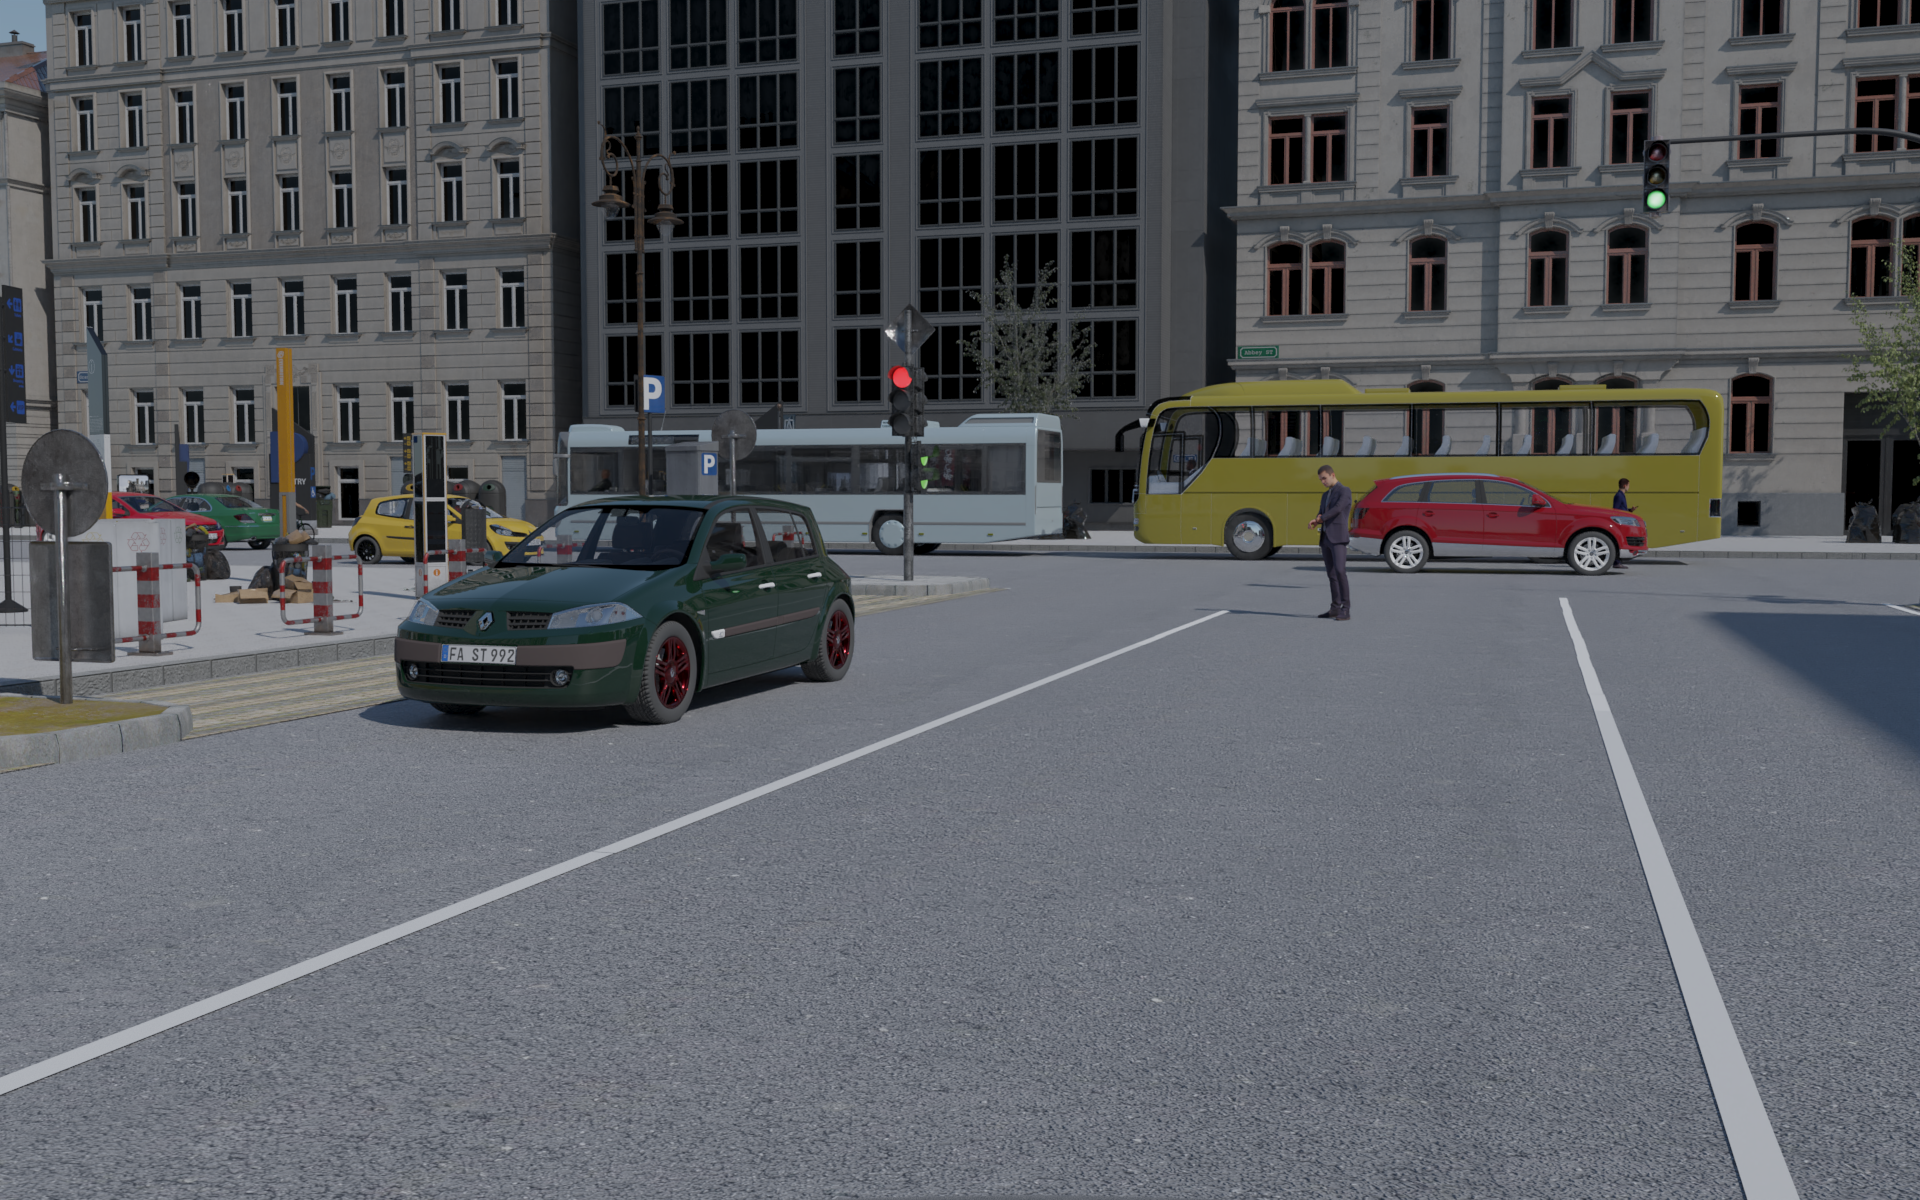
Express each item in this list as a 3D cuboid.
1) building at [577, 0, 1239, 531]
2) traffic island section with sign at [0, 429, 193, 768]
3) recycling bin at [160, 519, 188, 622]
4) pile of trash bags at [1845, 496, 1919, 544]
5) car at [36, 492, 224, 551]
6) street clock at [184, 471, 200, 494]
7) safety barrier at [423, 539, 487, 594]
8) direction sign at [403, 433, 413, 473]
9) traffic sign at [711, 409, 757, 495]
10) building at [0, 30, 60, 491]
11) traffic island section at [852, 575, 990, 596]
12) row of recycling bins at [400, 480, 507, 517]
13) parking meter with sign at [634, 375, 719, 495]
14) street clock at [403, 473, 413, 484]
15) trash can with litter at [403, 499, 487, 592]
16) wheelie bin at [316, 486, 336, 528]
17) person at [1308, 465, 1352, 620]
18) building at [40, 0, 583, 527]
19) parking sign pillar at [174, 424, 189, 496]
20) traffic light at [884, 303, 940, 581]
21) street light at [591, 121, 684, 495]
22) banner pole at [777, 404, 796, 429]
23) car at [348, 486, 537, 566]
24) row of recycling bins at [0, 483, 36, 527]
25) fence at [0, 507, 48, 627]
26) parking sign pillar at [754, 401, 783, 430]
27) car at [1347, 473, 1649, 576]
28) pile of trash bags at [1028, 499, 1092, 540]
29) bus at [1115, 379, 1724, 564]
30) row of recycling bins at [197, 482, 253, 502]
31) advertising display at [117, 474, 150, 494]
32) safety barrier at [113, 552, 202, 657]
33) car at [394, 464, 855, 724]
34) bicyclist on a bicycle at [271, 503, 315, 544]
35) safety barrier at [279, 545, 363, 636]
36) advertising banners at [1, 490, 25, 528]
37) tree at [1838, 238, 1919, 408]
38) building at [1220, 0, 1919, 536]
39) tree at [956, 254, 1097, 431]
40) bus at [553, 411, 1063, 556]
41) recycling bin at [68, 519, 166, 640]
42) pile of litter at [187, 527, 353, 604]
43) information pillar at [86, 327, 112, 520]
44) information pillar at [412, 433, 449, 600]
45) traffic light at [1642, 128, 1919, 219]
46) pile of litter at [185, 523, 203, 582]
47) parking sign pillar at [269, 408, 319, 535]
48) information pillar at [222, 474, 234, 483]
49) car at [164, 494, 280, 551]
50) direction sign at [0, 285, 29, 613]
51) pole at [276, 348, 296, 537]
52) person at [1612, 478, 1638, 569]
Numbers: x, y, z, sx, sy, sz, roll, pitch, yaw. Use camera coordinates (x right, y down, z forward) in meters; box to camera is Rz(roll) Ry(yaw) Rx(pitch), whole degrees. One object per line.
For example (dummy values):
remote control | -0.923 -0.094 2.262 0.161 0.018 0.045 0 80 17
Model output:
building | -1.388 -16.725 66.955 24.014 27.812 14.314 1 4 18
traffic island section with sign | -5.595 -0.075 9.850 1.989 1.847 2.006 1 4 18
recycling bin | -8.291 -0.299 17.436 0.722 1.027 0.722 0 4 1
pile of trash bags | 24.828 -2.155 44.993 3.447 1.369 1.912 3 5 42
car | -19.024 -1.879 39.765 4.494 1.783 2.155 1 4 20
street clock | -24.351 -3.081 54.948 0.471 2.002 0.358 -1 4 -22
safety barrier | -5.150 -0.212 17.748 0.300 0.817 1.120 1 4 18
direction sign | -20.376 -4.442 64.627 0.379 3.537 0.876 3 4 38
traffic sign | -3.411 -1.586 26.032 0.768 2.556 0.104 1 4 21
building | -47.747 -14.958 80.722 21.152 22.565 11.583 1 4 18
traffic island section | -0.781 -0.208 25.685 2.009 0.180 2.903 1 4 18
row of recycling bins | -14.802 -2.661 50.623 3.534 1.692 1.069 1 4 20
parking meter with sign | -3.877 -1.759 25.022 1.738 3.016 0.543 2 4 35
street clock | -19.368 -3.452 61.011 0.471 2.002 0.358 2 4 30
trash can with litter | -6.971 -0.775 23.735 1.678 1.210 2.233 1 4 18
wheelie bin | -24.087 -3.524 65.517 0.980 1.594 0.693 -3 4 -38
person | 4.228 -0.668 19.872 0.568 1.767 0.683 -2 4 -24
building | -25.277 -16.981 74.895 25.104 27.353 12.463 1 4 18
parking sign pillar | -30.300 -4.832 67.477 1.447 3.967 1.447 -1 4 -22
traffic light | -0.746 -2.240 25.539 0.839 4.253 0.868 1 4 18
street light | -4.044 -3.006 21.942 0.468 5.910 1.993 1 4 18
banner pole | -4.835 -3.545 47.979 0.863 3.779 0.401 3 4 39
car | -10.499 -1.549 35.546 3.980 1.641 2.015 1 4 17
row of recycling bins | -36.007 -3.736 68.191 3.534 1.692 1.069 -3 5 -44
fence | -9.272 -0.280 15.789 2.264 1.192 0.480 0 4 -1
parking sign pillar | -5.691 -3.796 50.531 1.447 3.967 1.447 1 4 22
car | 9.751 -1.406 31.666 5.304 1.827 2.281 1 4 17
pile of trash bags | 2.386 -2.471 50.148 1.912 1.369 3.447 -1 4 -21
bus | 9.638 -2.797 37.274 12.252 3.916 2.896 1 4 17
row of recycling bins | -25.036 -3.170 58.946 1.069 1.692 3.534 0 4 -3
advertising display | -26.914 -3.132 56.418 0.974 1.923 0.123 -3 5 -43
safety barrier | -6.450 0.031 13.770 0.300 0.817 1.120 1 4 18
car | -2.169 -0.148 12.207 2.009 1.686 4.222 1 4 20
bicyclist on a bicycle | -18.589 -2.330 48.111 1.625 1.676 1.499 1 4 19
safety barrier | -5.800 -0.091 15.764 0.300 0.817 1.120 1 4 18
advertising banners | -36.045 -4.232 65.386 2.074 3.025 0.090 2 4 28
tree | 26.897 -5.982 48.165 4.737 8.622 4.395 0 3 0
building | 21.622 -16.668 59.920 23.554 28.519 14.401 1 4 18
tree | 2.086 -6.345 54.104 4.360 8.622 3.978 0 3 0
bus | -4.232 -2.896 42.212 13.247 3.499 2.948 1 4 17
recycling bin | -7.490 -0.171 15.357 0.722 1.027 0.722 -2 4 -27
pile of litter | -8.078 -0.406 20.597 1.719 0.858 1.176 2 4 30
information pillar | -12.030 -2.010 24.225 0.504 3.616 0.183 3 5 41
information pillar | -6.392 -1.004 20.913 0.304 2.012 0.304 -3 5 -42
traffic light | 10.990 -2.870 21.585 4.771 5.953 1.251 1 4 18
pile of litter | -11.588 -0.717 25.681 1.176 0.858 1.719 2 4 34
parking sign pillar | -20.780 -4.002 53.910 1.447 3.967 1.447 0 4 3
information pillar | -26.839 -3.613 63.558 0.304 2.012 0.304 2 4 31
car | -19.855 -2.027 44.947 4.920 1.459 2.131 1 4 19
direction sign | -10.339 -1.634 18.718 0.379 3.537 0.876 0 4 2
pole | -9.446 -1.863 24.298 0.158 3.312 0.155 0 3 0
person | 12.787 -1.478 33.369 0.504 1.737 0.576 1 4 12
